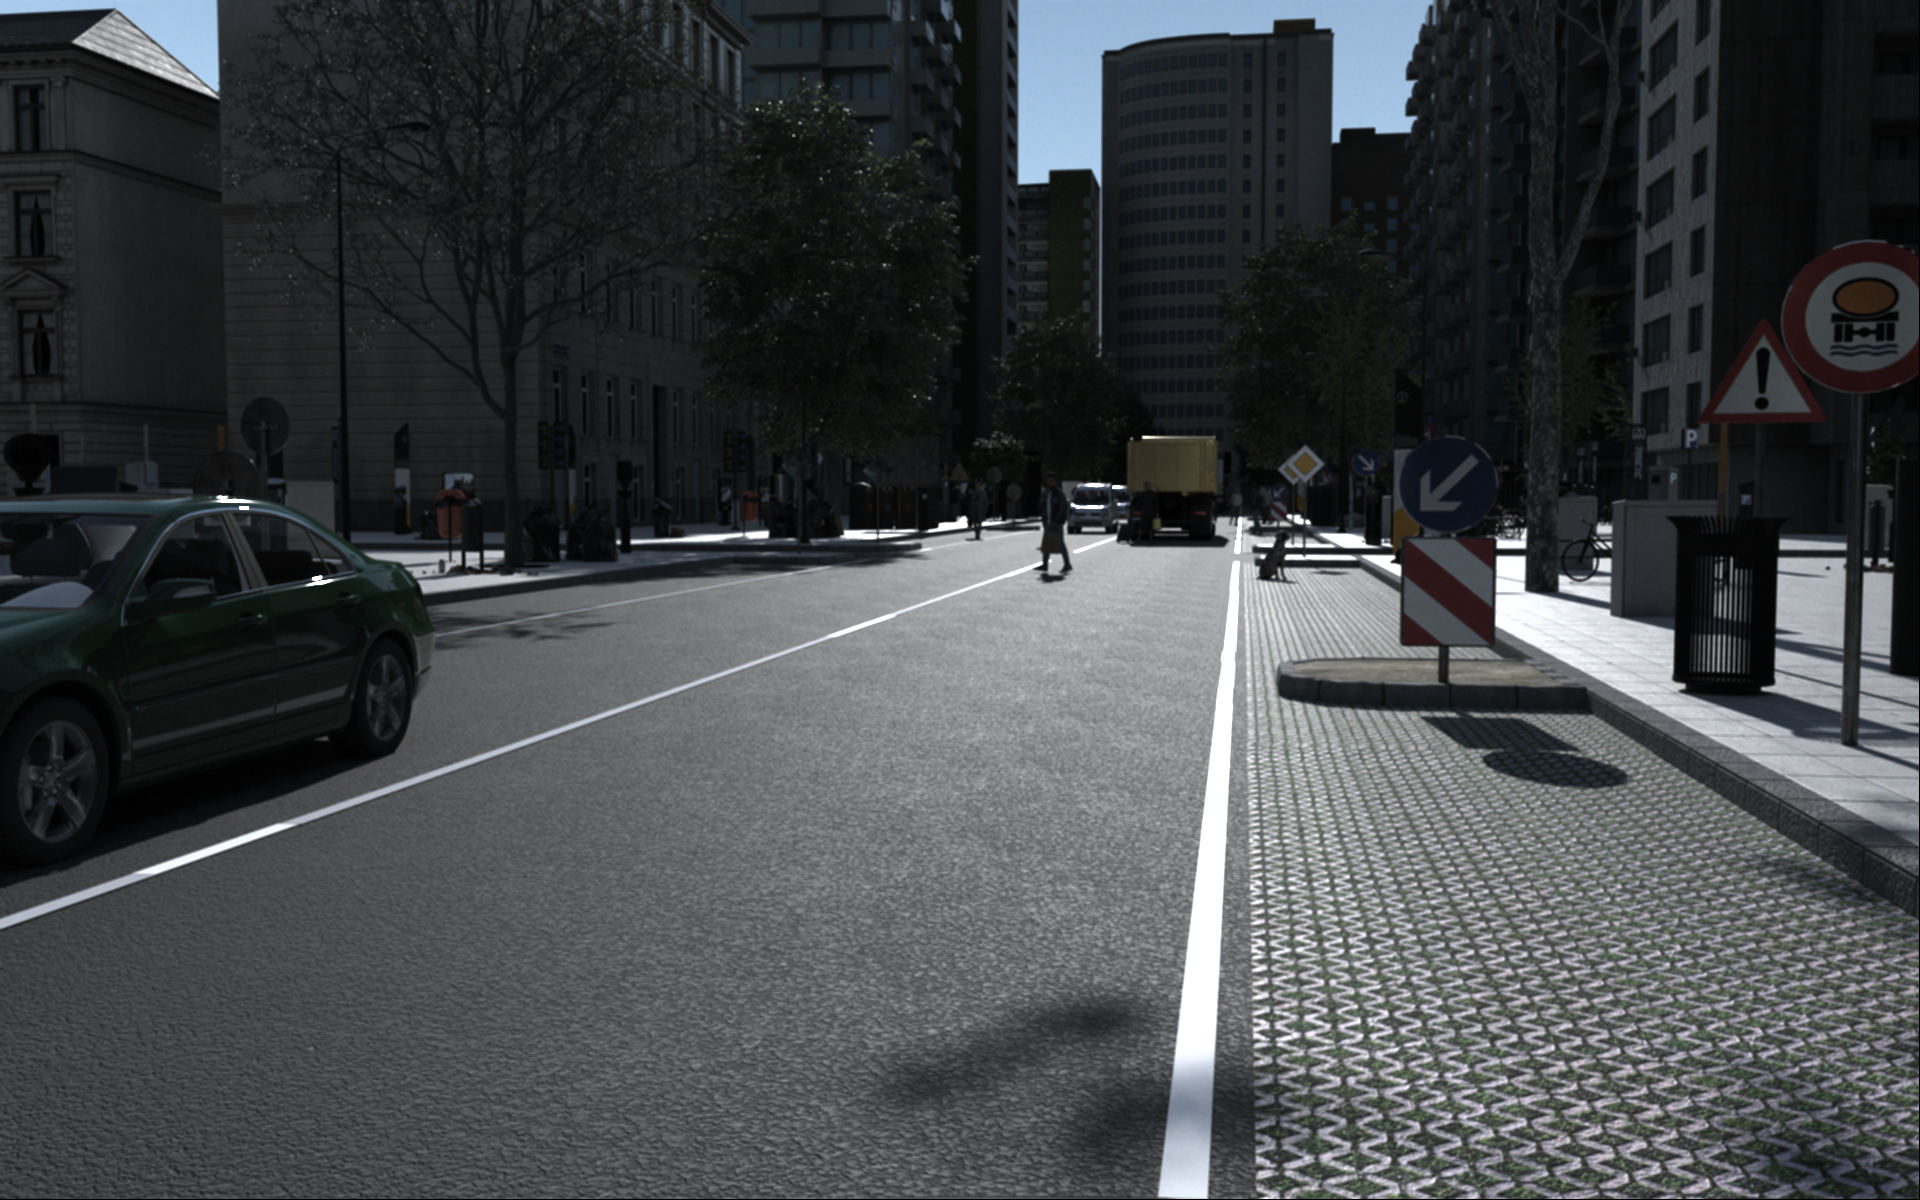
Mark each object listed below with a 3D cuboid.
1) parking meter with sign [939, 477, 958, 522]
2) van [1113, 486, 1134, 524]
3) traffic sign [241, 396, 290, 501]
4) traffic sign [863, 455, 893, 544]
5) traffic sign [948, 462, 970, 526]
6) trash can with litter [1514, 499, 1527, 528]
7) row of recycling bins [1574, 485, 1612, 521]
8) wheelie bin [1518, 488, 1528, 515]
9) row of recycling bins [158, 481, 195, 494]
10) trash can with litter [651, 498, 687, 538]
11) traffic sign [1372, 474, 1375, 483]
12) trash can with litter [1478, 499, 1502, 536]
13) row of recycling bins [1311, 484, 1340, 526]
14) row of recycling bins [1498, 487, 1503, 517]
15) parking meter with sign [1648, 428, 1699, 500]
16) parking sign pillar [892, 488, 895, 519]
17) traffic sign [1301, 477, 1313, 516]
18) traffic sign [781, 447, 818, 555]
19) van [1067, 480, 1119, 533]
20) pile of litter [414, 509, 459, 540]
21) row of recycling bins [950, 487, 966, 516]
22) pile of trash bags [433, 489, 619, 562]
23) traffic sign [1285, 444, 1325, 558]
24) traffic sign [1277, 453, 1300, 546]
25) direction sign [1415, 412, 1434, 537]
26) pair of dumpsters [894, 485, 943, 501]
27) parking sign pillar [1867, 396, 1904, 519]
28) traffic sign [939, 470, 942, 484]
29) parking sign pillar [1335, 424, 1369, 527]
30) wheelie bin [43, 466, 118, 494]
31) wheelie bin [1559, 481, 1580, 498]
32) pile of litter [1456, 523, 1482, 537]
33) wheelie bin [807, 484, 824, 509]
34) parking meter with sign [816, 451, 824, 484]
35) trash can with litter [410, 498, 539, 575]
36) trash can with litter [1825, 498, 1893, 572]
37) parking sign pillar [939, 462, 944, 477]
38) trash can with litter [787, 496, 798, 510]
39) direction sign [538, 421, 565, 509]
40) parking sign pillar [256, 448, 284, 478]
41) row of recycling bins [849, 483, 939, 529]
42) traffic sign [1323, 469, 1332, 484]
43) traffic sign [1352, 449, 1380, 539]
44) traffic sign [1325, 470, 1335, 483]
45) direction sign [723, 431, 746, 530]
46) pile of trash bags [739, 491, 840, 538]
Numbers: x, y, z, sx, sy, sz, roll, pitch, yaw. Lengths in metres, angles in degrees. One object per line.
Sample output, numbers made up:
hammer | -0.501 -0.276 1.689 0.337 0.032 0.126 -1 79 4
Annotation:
parking meter with sign | -0.895 -5.070 79.161 1.738 3.016 0.543 2 4 35
van | 7.573 -4.677 83.484 2.013 2.044 4.112 1 4 8
traffic sign | -9.085 -1.378 22.638 0.768 2.556 0.104 1 4 18
traffic sign | -2.112 -2.502 44.547 0.795 2.450 0.064 1 4 9
traffic sign | -0.034 -4.237 69.284 0.884 2.594 0.081 1 4 11
trash can with litter | 21.294 -3.288 65.141 1.055 1.170 0.624 -2 4 -31
row of recycling bins | 29.805 -4.575 81.921 3.534 1.692 1.069 -3 5 -43
wheelie bin | 29.617 -5.071 90.813 0.693 1.594 0.980 1 4 20
row of recycling bins | -24.288 -2.996 56.101 1.069 1.692 3.534 3 5 41
trash can with litter | -8.566 -2.428 51.086 1.055 1.170 0.624 1 4 20
traffic sign | 22.701 -5.887 96.365 0.768 2.556 0.104 1 4 10
trash can with litter | 16.368 -2.584 53.641 0.624 1.170 1.055 2 4 31
row of recycling bins | 14.971 -3.858 70.197 1.069 1.692 3.534 1 4 22
row of recycling bins | 26.996 -5.152 91.349 3.534 1.692 1.069 -1 4 -15
parking meter with sign | 18.943 -3.081 46.643 0.543 3.016 1.738 -2 4 -27
parking sign pillar | -3.160 -6.147 88.977 1.447 3.967 1.447 -1 4 -22
traffic sign | 17.935 -5.346 89.534 0.606 2.300 0.079 1 4 18
traffic sign | -3.397 -2.020 36.665 0.795 2.450 0.064 1 4 9
van | 4.969 -3.519 64.540 2.013 2.044 4.112 1 4 10
pile of litter | -14.788 -2.138 48.916 1.176 0.858 1.719 -2 4 -25
row of recycling bins | 0.074 -5.752 101.159 1.069 1.692 3.534 1 4 11
pile of trash bags | -8.302 -1.435 33.210 3.447 1.369 1.912 -1 4 -11
traffic sign | 6.957 -1.916 34.962 0.795 2.450 0.064 1 4 9
traffic sign | 8.242 -2.398 42.844 0.795 2.450 0.064 1 4 9
direction sign | 12.560 -3.403 47.629 0.876 3.537 0.379 1 4 10
pair of dumpsters | -1.875 -4.485 75.822 1.574 2.255 4.437 1 4 9
parking sign pillar | 25.304 -3.607 47.447 1.447 3.967 1.447 -3 5 -39
traffic sign | -1.059 -4.316 72.695 0.606 2.300 0.079 1 4 18
parking sign pillar | 15.297 -4.811 67.138 1.447 3.967 1.447 -3 5 -40
wheelie bin | -9.817 -0.704 19.413 0.980 1.594 0.693 -1 4 -18
wheelie bin | 14.323 -2.052 41.452 0.980 1.594 0.693 1 4 22
pile of litter | 8.625 -0.993 30.194 1.176 0.858 1.719 1 4 16
wheelie bin | -4.589 -2.978 56.603 0.693 1.594 0.980 3 4 36
parking meter with sign | -5.393 -4.564 70.875 0.543 3.016 1.738 1 4 11
trash can with litter | -7.704 -1.027 27.851 2.233 1.210 1.678 3 5 40
trash can with litter | 15.483 -1.103 29.090 1.678 1.210 2.233 2 4 24
parking sign pillar | -1.661 -7.167 105.653 1.447 3.967 1.447 0 4 -4
trash can with litter | -8.420 -4.604 86.663 0.624 1.170 1.055 -1 4 -12
direction sign | -12.719 -3.790 53.965 0.876 3.537 0.379 1 4 12
parking sign pillar | -20.386 -3.834 51.165 1.447 3.967 1.447 0 4 -6
row of recycling bins | -2.463 -3.500 64.338 3.534 1.692 1.069 -2 4 -27
traffic sign | 18.842 -5.501 89.944 0.884 2.594 0.081 1 4 10
traffic sign | 11.567 -3.012 49.357 0.768 2.556 0.104 1 4 16
traffic sign | 19.783 -5.692 93.170 0.768 2.556 0.104 1 4 18
direction sign | -8.061 -4.286 62.078 0.876 3.537 0.379 -2 4 -33
pile of trash bags | -5.193 -2.553 51.488 3.447 1.369 1.912 2 4 33
